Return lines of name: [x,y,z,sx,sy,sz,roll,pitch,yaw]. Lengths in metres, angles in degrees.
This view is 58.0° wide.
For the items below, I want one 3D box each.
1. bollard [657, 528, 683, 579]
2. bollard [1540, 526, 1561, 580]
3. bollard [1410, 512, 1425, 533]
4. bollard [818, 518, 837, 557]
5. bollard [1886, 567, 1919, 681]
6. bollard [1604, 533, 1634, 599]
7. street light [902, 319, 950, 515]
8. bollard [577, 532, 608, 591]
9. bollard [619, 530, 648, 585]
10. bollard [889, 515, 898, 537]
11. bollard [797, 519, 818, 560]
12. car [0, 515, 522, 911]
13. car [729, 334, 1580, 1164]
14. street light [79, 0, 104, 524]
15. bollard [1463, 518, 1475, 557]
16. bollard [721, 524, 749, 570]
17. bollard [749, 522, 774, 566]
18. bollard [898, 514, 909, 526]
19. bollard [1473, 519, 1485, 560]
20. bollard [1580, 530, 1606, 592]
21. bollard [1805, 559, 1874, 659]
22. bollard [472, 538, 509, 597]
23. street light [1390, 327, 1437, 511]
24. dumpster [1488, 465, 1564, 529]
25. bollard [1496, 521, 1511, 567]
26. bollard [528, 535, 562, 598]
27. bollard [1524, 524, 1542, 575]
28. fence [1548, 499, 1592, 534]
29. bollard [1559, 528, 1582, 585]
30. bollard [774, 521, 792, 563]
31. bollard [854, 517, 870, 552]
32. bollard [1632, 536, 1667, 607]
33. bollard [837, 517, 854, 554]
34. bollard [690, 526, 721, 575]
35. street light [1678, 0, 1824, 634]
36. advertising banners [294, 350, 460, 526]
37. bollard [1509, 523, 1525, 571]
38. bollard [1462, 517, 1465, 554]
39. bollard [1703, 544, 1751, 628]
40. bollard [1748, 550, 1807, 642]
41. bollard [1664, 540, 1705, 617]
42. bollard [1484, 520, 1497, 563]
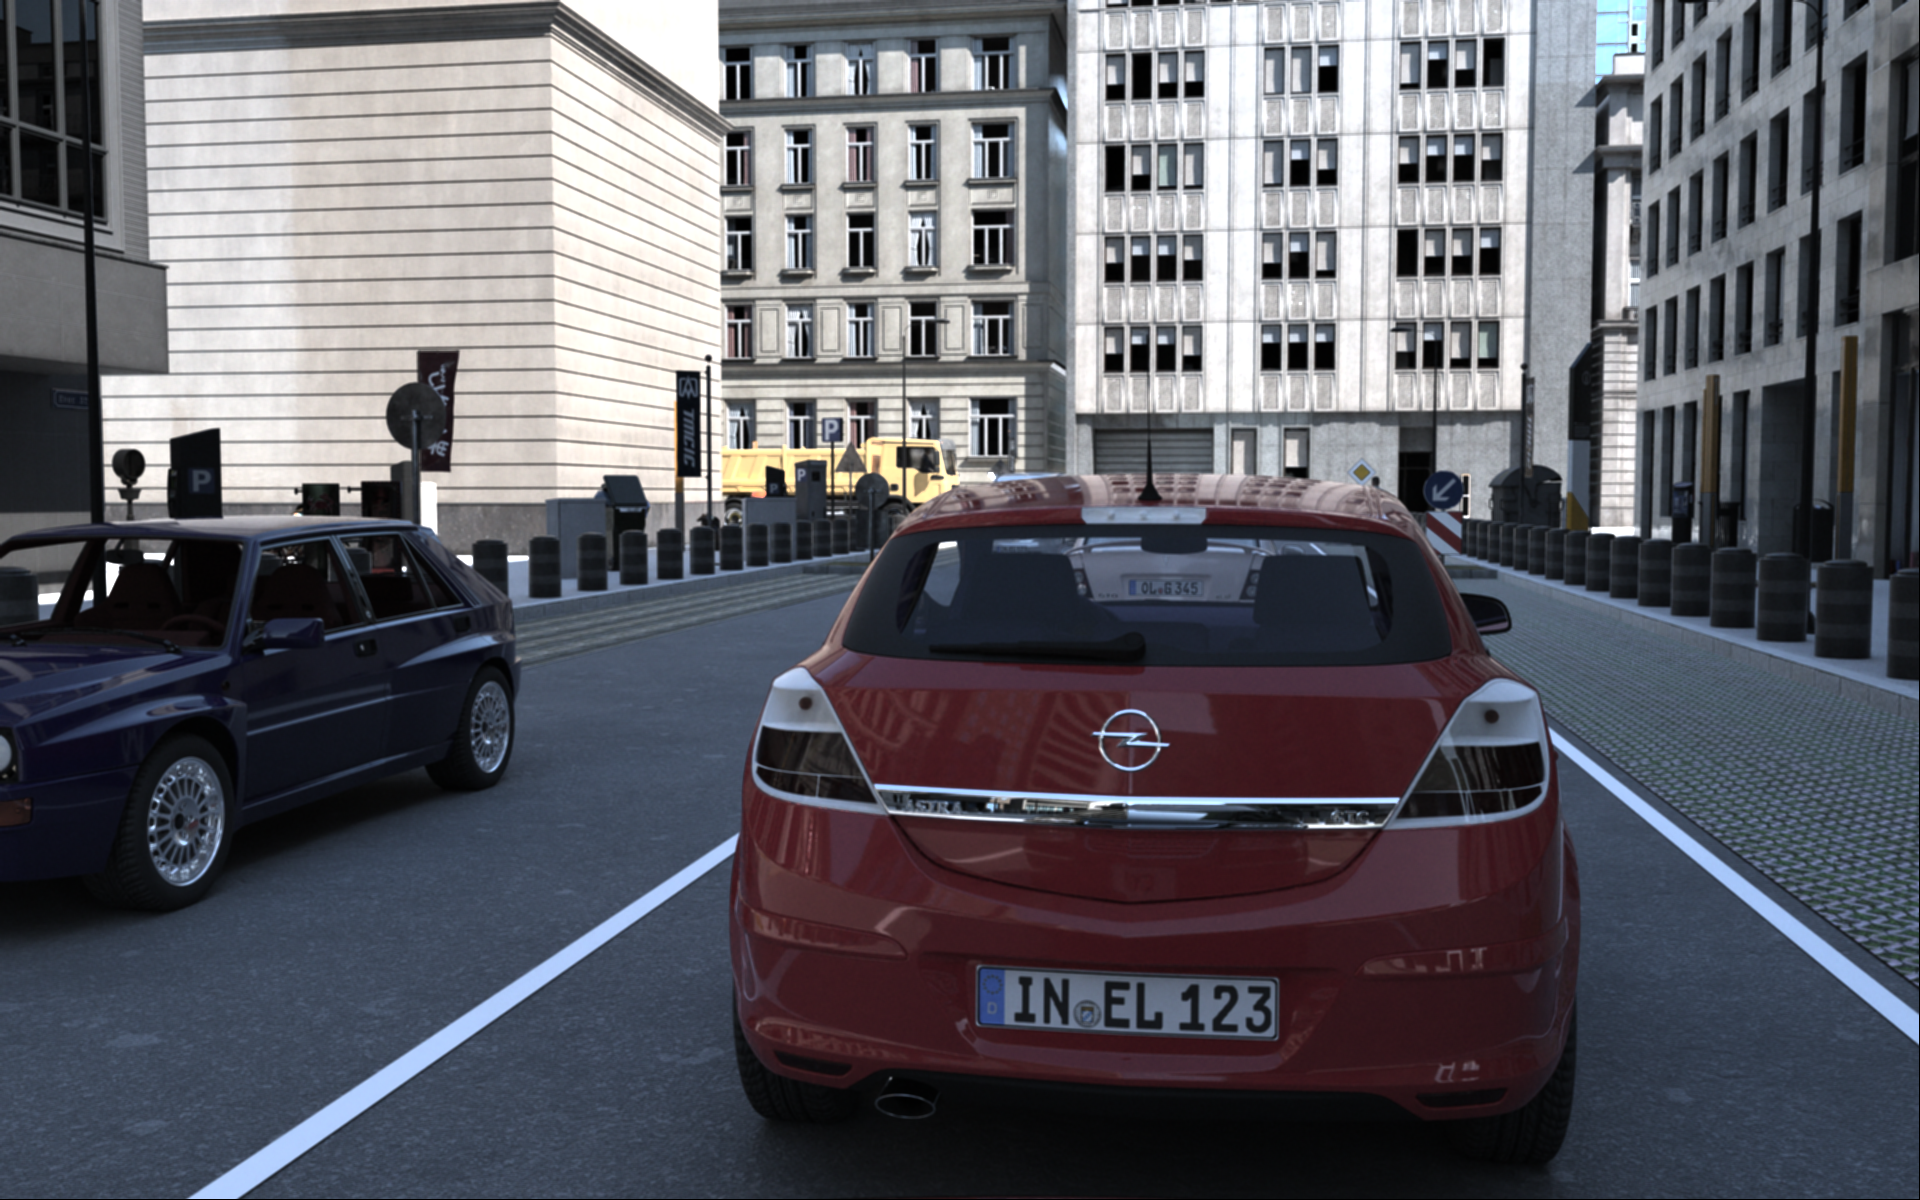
bollard: [-4.387,-0.702,26.201,0.404,0.777,0.398,0,3,0]
bollard: [9.026,-0.695,26.073,0.404,0.777,0.398,0,3,0]
bollard: [12.660,-2.028,47.880,0.404,0.777,0.398,0,3,0]
bollard: [-2.826,-1.274,35.542,0.404,0.777,0.398,0,3,0]
bollard: [6.688,0.162,12.061,0.404,0.777,0.398,0,3,0]
bollard: [8.246,-0.409,21.397,0.404,0.777,0.398,0,3,0]
street light: [-0.954,-4.498,46.090,1.470,5.913,1.316,1,4,9]
bollard: [-4.905,-0.513,23.099,0.404,0.777,0.398,0,3,0]
bollard: [-4.645,-0.608,24.650,0.404,0.777,0.398,0,3,0]
bollard: [-1.791,-1.654,41.767,0.404,0.777,0.398,0,3,0]
bollard: [-3.090,-1.178,33.984,0.404,0.777,0.398,0,3,0]
car: [-3.320,0.325,7.274,1.945,1.354,3.894,1,4,9]
car: [0.644,0.229,5.300,2.155,1.783,4.494,1,4,9]
street light: [-6.385,-2.516,13.686,1.470,5.913,1.316,1,4,9]
bollard: [10.586,-1.266,35.423,0.404,0.777,0.398,0,3,0]
bollard: [-3.870,-0.892,29.305,0.404,0.777,0.398,0,3,0]
bollard: [-3.611,-0.987,30.862,0.404,0.777,0.398,0,3,0]
bollard: [-1.532,-1.750,43.331,0.404,0.777,0.398,0,3,0]
bollard: [10.327,-1.172,33.872,0.404,0.777,0.398,0,3,0]
bollard: [8.508,-0.503,22.947,0.404,0.777,0.398,0,3,0]
bollard: [6.950,0.067,13.618,0.404,0.777,0.398,0,3,0]
bollard: [-5.420,-0.322,19.989,0.404,0.777,0.398,0,3,0]
street light: [12.692,-4.637,48.363,1.470,5.913,1.316,1,4,9]
dumpster: [11.502,-1.800,35.194,1.264,1.857,1.865,1,4,9]
bollard: [9.804,-0.981,30.759,0.404,0.777,0.398,0,3,0]
bollard: [-5.166,-0.418,21.549,0.404,0.777,0.398,0,3,0]
bollard: [9.287,-0.791,27.648,0.404,0.777,0.398,0,3,0]
fence: [10.166,-1.083,28.909,0.480,1.192,2.264,0,4,1]
bollard: [8.765,-0.599,24.512,0.404,0.777,0.398,0,3,0]
bollard: [-3.350,-1.083,32.428,0.404,0.777,0.398,0,3,0]
bollard: [-2.308,-1.464,38.656,0.404,0.777,0.398,0,3,0]
bollard: [7.986,-0.313,19.840,0.404,0.777,0.398,0,3,0]
bollard: [-2.572,-1.369,37.096,0.404,0.777,0.398,0,3,0]
bollard: [-4.130,-0.797,27.752,0.404,0.777,0.398,0,3,0]
street light: [7.272,-2.655,15.957,1.470,5.913,1.316,1,4,9]
advertising banners: [-7.107,-1.528,21.163,2.074,3.025,0.090,0,4,3]
bollard: [9.546,-0.886,29.199,0.404,0.777,0.398,0,3,0]
bollard: [10.840,-1.362,36.987,0.404,0.777,0.398,0,3,0]
bollard: [7.470,-0.123,16.726,0.404,0.777,0.398,0,3,0]
bollard: [7.208,-0.028,15.176,0.404,0.777,0.398,0,3,0]
bollard: [7.725,-0.218,18.281,0.404,0.777,0.398,0,3,0]
bollard: [10.066,-1.077,32.321,0.404,0.777,0.398,0,3,0]
